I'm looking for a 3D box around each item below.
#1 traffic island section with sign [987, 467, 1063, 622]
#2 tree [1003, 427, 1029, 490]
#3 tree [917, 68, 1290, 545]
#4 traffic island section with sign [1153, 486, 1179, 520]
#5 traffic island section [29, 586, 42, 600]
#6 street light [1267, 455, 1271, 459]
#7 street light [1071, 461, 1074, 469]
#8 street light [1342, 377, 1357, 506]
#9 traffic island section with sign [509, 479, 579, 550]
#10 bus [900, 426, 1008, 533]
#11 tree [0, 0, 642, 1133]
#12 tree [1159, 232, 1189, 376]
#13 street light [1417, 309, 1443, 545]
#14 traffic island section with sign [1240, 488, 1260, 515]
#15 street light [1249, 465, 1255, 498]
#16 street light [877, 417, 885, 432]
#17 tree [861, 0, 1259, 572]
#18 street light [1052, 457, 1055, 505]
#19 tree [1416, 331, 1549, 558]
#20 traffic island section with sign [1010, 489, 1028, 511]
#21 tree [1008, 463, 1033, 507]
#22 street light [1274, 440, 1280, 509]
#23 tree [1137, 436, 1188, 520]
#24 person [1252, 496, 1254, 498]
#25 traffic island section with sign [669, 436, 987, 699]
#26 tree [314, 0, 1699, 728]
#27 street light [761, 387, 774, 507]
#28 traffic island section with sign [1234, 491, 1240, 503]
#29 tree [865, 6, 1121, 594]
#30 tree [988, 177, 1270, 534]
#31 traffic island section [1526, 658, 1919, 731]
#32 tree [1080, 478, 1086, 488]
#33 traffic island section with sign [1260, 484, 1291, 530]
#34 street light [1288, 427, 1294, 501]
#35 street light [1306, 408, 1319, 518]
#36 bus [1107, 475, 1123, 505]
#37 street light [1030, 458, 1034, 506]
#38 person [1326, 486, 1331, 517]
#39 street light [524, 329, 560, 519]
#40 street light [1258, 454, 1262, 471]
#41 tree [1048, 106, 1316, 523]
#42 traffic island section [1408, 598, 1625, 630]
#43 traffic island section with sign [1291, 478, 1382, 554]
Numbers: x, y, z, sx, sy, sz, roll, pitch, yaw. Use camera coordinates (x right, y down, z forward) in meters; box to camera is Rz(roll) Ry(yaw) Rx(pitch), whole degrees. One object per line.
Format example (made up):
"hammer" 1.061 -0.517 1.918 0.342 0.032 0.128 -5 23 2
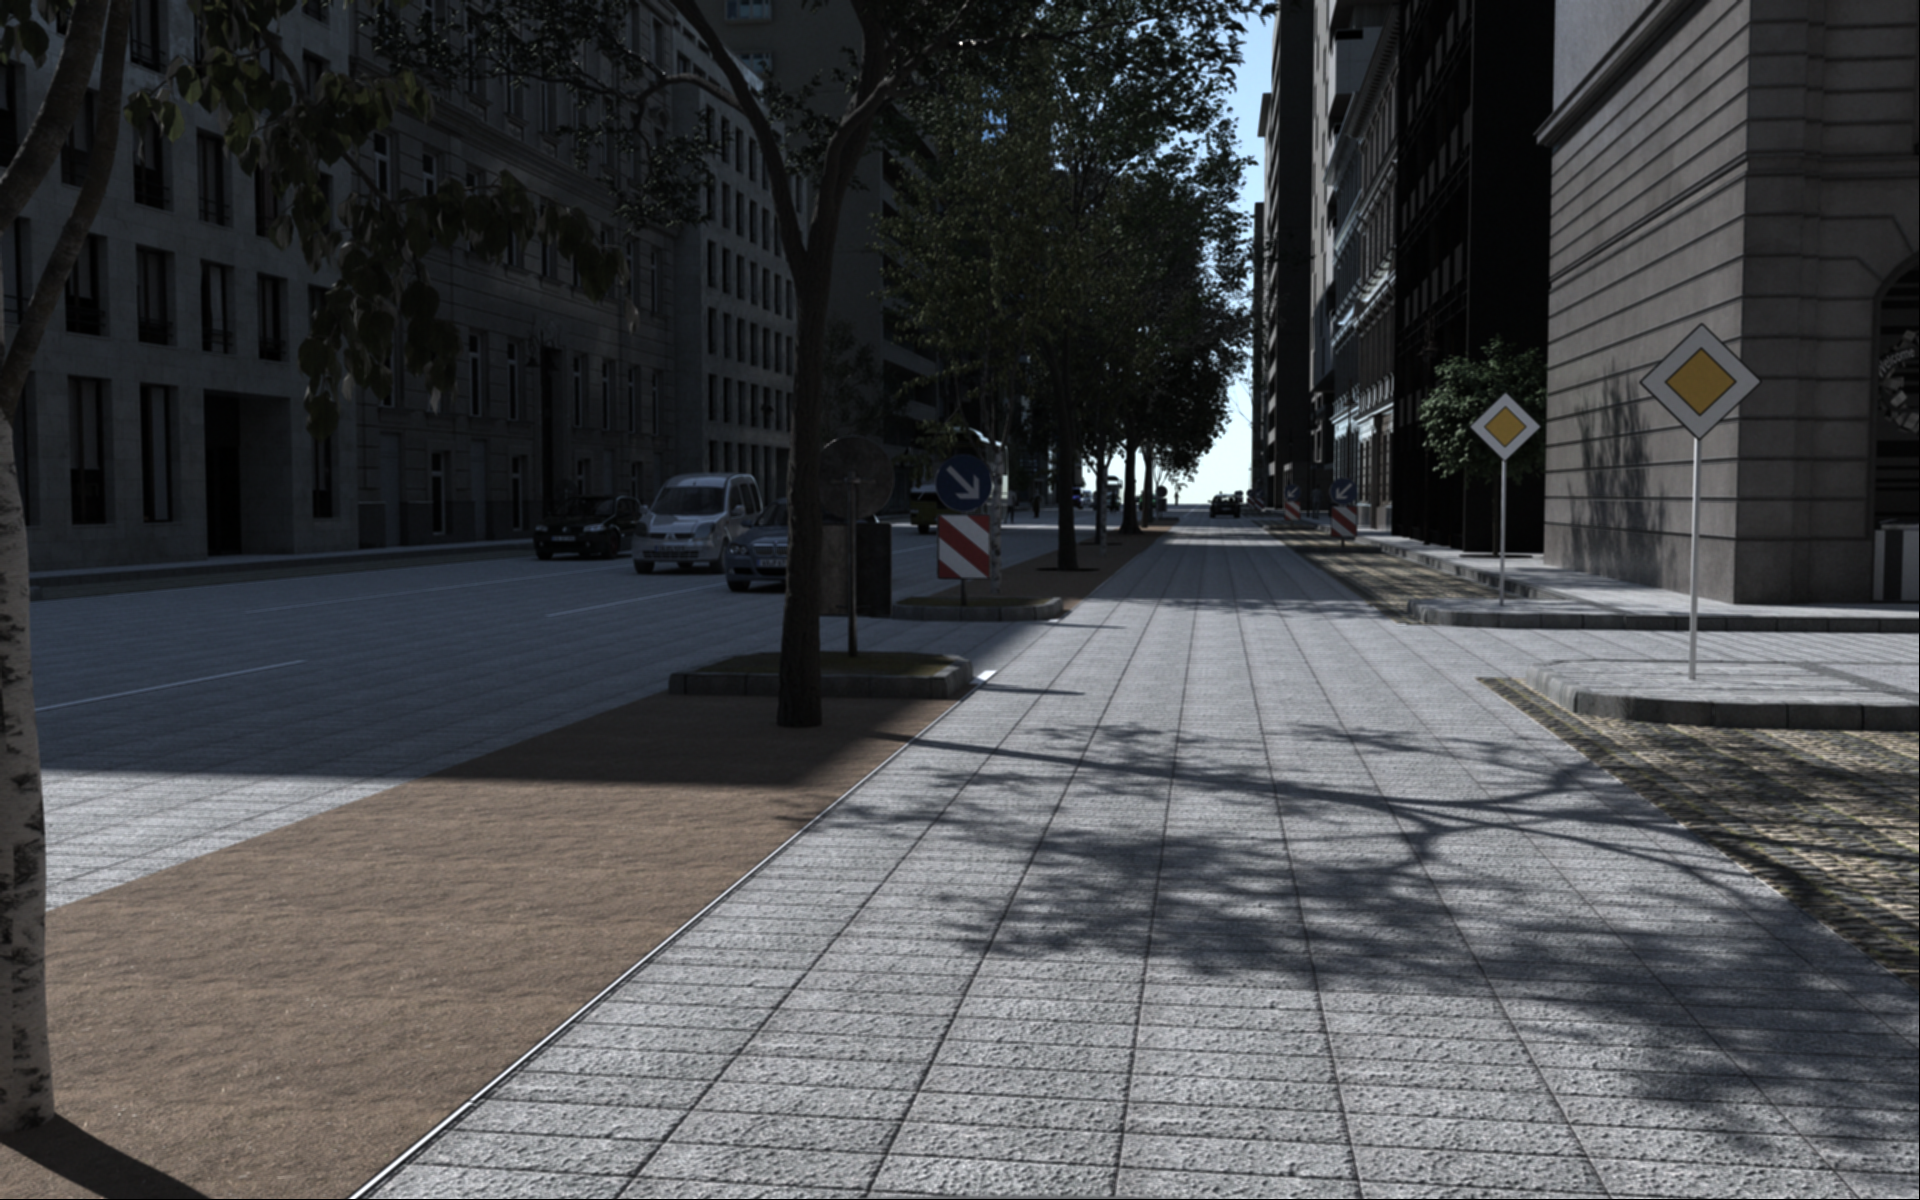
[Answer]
"traffic island section with sign" 0.139 -0.751 20.413 2.006 1.907 1.989 1 4 8
"tree" 4.873 -13.290 167.647 4.360 8.622 3.978 0 3 0
"tree" 3.950 -8.297 48.481 12.009 13.543 11.850 0 3 0
"traffic island section with sign" 10.983 -5.299 94.768 2.006 1.907 1.989 1 4 8
"traffic island section" -13.574 -0.029 22.755 2.009 0.180 2.903 1 4 8
"street light" 30.149 -12.015 169.228 0.468 5.910 1.993 1 4 8
"street light" 14.929 -15.800 231.112 0.468 5.910 1.993 1 4 8
"street light" 15.397 -5.856 68.539 0.468 5.910 1.993 1 4 8
"traffic island section with sign" -10.354 -2.213 44.812 1.989 1.847 2.006 1 4 8
"bus" 0.050 -4.557 66.047 2.896 3.916 12.252 0 4 7
"tree" -2.165 -3.096 3.434 4.360 8.622 3.978 0 3 0
"tree" 3.254 -5.295 39.392 4.737 8.622 4.395 0 3 0
"street light" 11.748 -4.321 43.444 0.468 5.910 1.993 1 4 8
"traffic island section with sign" 20.299 -6.705 118.247 1.989 1.847 2.006 1 4 8
"street light" 38.448 -15.516 226.479 0.468 5.910 1.993 1 4 8
"street light" -4.469 -7.718 98.984 0.468 5.910 1.993 1 4 8
"tree" 1.910 -6.348 31.999 9.928 11.665 9.643 0 3 0
"street light" 11.169 -14.280 206.271 0.468 5.910 1.993 1 4 8
"tree" 10.952 -3.155 35.290 4.285 4.588 4.351 0 3 0
"traffic island section with sign" 4.779 -8.551 148.443 1.989 1.847 2.006 1 4 8
"tree" 5.900 -11.655 174.269 4.285 4.588 4.351 0 3 0
"street light" 26.443 -10.508 144.587 0.468 5.910 1.993 1 4 8
"tree" 10.667 -8.583 93.152 4.360 8.622 3.978 0 3 0
"person" 37.165 -13.069 219.665 0.705 1.831 1.348 0 4 7
"traffic island section with sign" -0.941 -0.303 13.085 2.006 1.907 1.989 1 4 8
"tree" -1.064 -4.474 10.023 8.767 10.594 7.601 1 4 8
"street light" -8.209 -6.143 73.226 0.468 5.910 1.993 1 4 8
"traffic island section with sign" 24.193 -8.336 144.920 1.989 1.847 2.006 1 4 8
"tree" 0.509 -4.401 24.770 4.737 8.622 4.395 0 3 0
"tree" 6.049 -8.674 61.286 9.611 12.733 9.660 0 3 0
"traffic island section" 5.103 0.631 11.964 2.009 0.180 2.903 1 4 8
"tree" 17.172 -16.610 255.294 4.285 4.588 4.351 0 3 0
"traffic island section with sign" 13.144 -3.708 69.247 1.989 1.847 2.006 1 4 8
"street light" 22.882 -9.006 120.040 0.468 5.910 1.993 1 4 8
"street light" 19.104 -7.381 93.469 0.468 5.910 1.993 1 4 8
"bus" 20.275 -14.718 232.193 2.896 3.916 12.252 0 4 8
"street light" 7.517 -12.746 181.188 0.468 5.910 1.993 1 4 8
"person" 20.530 -5.420 95.378 0.721 1.735 1.217 -2 4 -25
"street light" -11.709 -4.641 48.670 0.468 5.910 1.993 1 4 8
"street light" 34.919 -13.990 201.516 0.468 5.910 1.993 1 4 8
"tree" 10.419 -13.807 84.090 12.611 20.169 13.585 0 3 0
"traffic island section" 6.257 0.148 19.866 2.009 0.180 2.903 1 4 8
"traffic island section with sign" 9.254 -2.073 42.529 1.989 1.847 2.006 1 4 8
